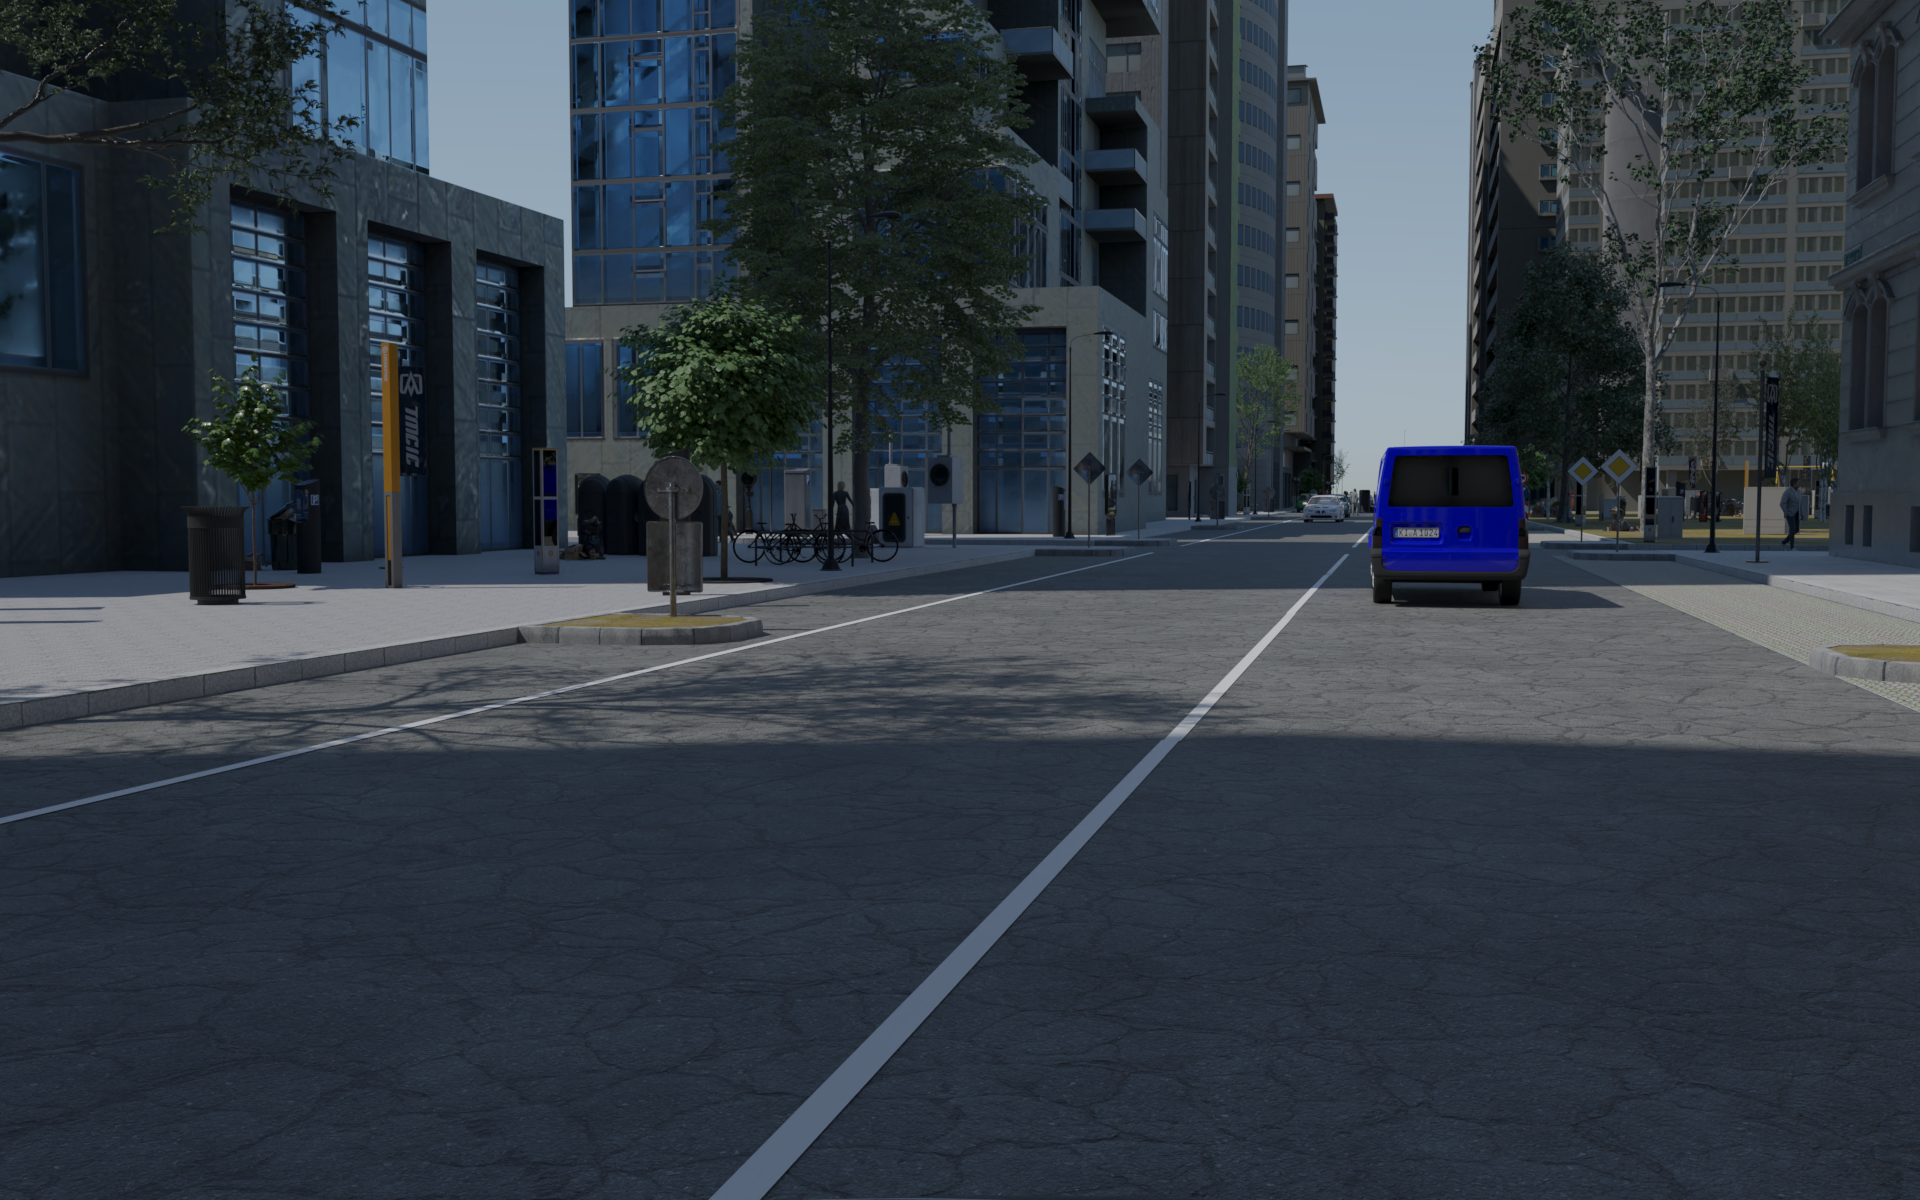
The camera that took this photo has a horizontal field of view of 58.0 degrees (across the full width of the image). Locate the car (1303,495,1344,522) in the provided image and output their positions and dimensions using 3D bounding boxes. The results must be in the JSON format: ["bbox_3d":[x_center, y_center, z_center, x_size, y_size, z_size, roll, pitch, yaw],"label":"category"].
[{"bbox_3d":[18.758,-4.699,89.185,2.083,1.381,4.827,1,4,16],"label":"car"}]

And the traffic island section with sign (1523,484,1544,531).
[{"bbox_3d":[21.900,-3.644,68.204,1.989,1.847,2.006,1,4,14],"label":"traffic island section with sign"}]

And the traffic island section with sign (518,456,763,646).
[{"bbox_3d":[-3.079,-0.535,17.374,1.989,1.847,2.006,1,4,14],"label":"traffic island section with sign"}]

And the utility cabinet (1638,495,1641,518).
[{"bbox_3d":[37.442,-5.083,94.274,1.020,1.237,0.306,-1,4,-11],"label":"utility cabinet"}]

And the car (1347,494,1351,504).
[{"bbox_3d":[51.799,-13.505,230.589,2.009,1.686,4.222,1,4,15],"label":"car"}]

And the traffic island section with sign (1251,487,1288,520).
[{"bbox_3d":[17.384,-5.415,97.167,1.989,1.847,2.006,1,4,14],"label":"traffic island section with sign"}]

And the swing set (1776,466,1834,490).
[{"bbox_3d":[47.467,-6.114,97.588,3.119,2.851,2.862,2,4,32],"label":"swing set"}]

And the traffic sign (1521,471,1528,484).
[{"bbox_3d":[31.208,-5.892,96.434,0.768,2.556,0.104,1,4,17],"label":"traffic sign"}]

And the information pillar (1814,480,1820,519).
[{"bbox_3d":[44.278,-5.192,89.383,0.304,2.012,0.304,2,4,27],"label":"information pillar"}]

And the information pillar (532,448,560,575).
[{"bbox_3d":[-6.610,-1.417,27.656,0.304,2.012,0.304,-3,5,-40],"label":"information pillar"}]

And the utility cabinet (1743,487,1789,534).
[{"bbox_3d":[25.363,-2.809,54.608,1.173,1.500,0.318,1,4,20],"label":"utility cabinet"}]

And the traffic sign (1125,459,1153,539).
[{"bbox_3d":[5.063,-2.772,48.970,0.795,2.450,0.064,1,4,14],"label":"traffic sign"}]

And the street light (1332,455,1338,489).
[{"bbox_3d":[43.360,-14.147,203.851,1.470,5.913,1.316,1,4,14],"label":"street light"}]

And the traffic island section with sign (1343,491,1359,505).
[{"bbox_3d":[57.109,-14.888,252.054,1.989,1.847,2.006,1,4,14],"label":"traffic island section with sign"}]

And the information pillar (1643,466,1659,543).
[{"bbox_3d":[18.356,-2.538,45.981,0.304,2.012,0.304,2,4,33],"label":"information pillar"}]

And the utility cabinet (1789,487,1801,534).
[{"bbox_3d":[26.252,-2.845,55.193,1.173,1.500,0.318,-2,4,-26],"label":"utility cabinet"}]

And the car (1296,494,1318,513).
[{"bbox_3d":[26.781,-7.597,133.001,1.959,1.807,4.718,1,4,12],"label":"car"}]

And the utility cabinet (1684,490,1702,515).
[{"bbox_3d":[43.607,-5.782,103.212,1.173,1.500,0.318,-1,4,-18],"label":"utility cabinet"}]

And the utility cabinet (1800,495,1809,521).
[{"bbox_3d":[40.419,-4.434,83.651,1.020,1.237,0.306,2,4,33],"label":"utility cabinet"}]

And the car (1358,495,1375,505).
[{"bbox_3d":[52.399,-12.898,223.240,2.083,1.381,4.827,1,4,14],"label":"car"}]

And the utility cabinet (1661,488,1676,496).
[{"bbox_3d":[26.687,-3.463,65.294,0.318,1.500,1.173,1,4,11],"label":"utility cabinet"}]

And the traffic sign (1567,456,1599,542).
[{"bbox_3d":[16.532,-2.592,46.018,0.795,2.450,0.064,1,4,14],"label":"traffic sign"}]

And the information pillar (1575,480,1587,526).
[{"bbox_3d":[24.764,-3.950,69.081,0.304,2.012,0.304,-3,4,-38],"label":"information pillar"}]

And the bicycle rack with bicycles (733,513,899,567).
[{"bbox_3d":[-2.776,-1.124,31.758,2.925,0.926,2.852,1,4,10],"label":"bicycle rack with bicycles"}]

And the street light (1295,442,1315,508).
[{"bbox_3d":[30.653,-11.143,154.723,1.470,5.913,1.316,1,4,14],"label":"street light"}]

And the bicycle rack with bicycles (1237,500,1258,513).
[{"bbox_3d":[18.559,-6.227,115.190,2.852,0.926,2.925,-1,4,-22],"label":"bicycle rack with bicycles"}]

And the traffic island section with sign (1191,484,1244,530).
[{"bbox_3d":[10.458,-3.763,70.159,1.989,1.847,2.006,1,4,14],"label":"traffic island section with sign"}]

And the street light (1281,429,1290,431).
[{"bbox_3d":[22.959,-9.296,124.535,1.470,5.913,1.316,1,4,14],"label":"street light"}]

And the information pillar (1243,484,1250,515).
[{"bbox_3d":[17.968,-6.365,108.560,0.304,2.012,0.304,-3,4,-38],"label":"information pillar"}]

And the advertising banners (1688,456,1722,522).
[{"bbox_3d":[34.175,-5.096,79.509,0.090,3.025,2.074,-1,4,-21],"label":"advertising banners"}]

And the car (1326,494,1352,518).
[{"bbox_3d":[23.097,-5.809,106.778,2.131,1.459,4.920,1,4,15],"label":"car"}]

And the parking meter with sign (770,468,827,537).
[{"bbox_3d":[-4.840,-3.381,51.542,1.738,3.016,0.543,1,4,14],"label":"parking meter with sign"}]

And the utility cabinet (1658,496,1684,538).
[{"bbox_3d":[20.420,-2.388,50.212,1.020,1.237,0.306,0,4,-7],"label":"utility cabinet"}]

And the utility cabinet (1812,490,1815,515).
[{"bbox_3d":[53.107,-5.998,106.740,1.173,1.500,0.318,-1,4,-15],"label":"utility cabinet"}]

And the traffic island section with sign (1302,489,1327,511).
[{"bbox_3d":[29.703,-8.353,145.207,1.989,1.847,2.006,1,4,14],"label":"traffic island section with sign"}]

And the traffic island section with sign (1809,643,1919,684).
[{"bbox_3d":[7.931,-0.311,13.718,1.989,1.847,2.006,1,4,14],"label":"traffic island section with sign"}]

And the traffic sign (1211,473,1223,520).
[{"bbox_3d":[12.746,-5.119,85.828,0.606,2.300,0.079,2,4,24],"label":"traffic sign"}]

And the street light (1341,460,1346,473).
[{"bbox_3d":[50.989,-15.993,234.021,1.470,5.913,1.316,1,4,14],"label":"street light"}]

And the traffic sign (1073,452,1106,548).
[{"bbox_3d":[3.079,-2.299,41.234,0.795,2.450,0.064,1,4,14],"label":"traffic sign"}]

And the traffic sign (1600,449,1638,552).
[{"bbox_3d":[14.548,-2.119,38.283,0.795,2.450,0.064,1,4,14],"label":"traffic sign"}]

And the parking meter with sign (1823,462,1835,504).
[{"bbox_3d":[47.476,-5.970,93.871,1.738,3.016,0.543,-2,4,-24],"label":"parking meter with sign"}]
